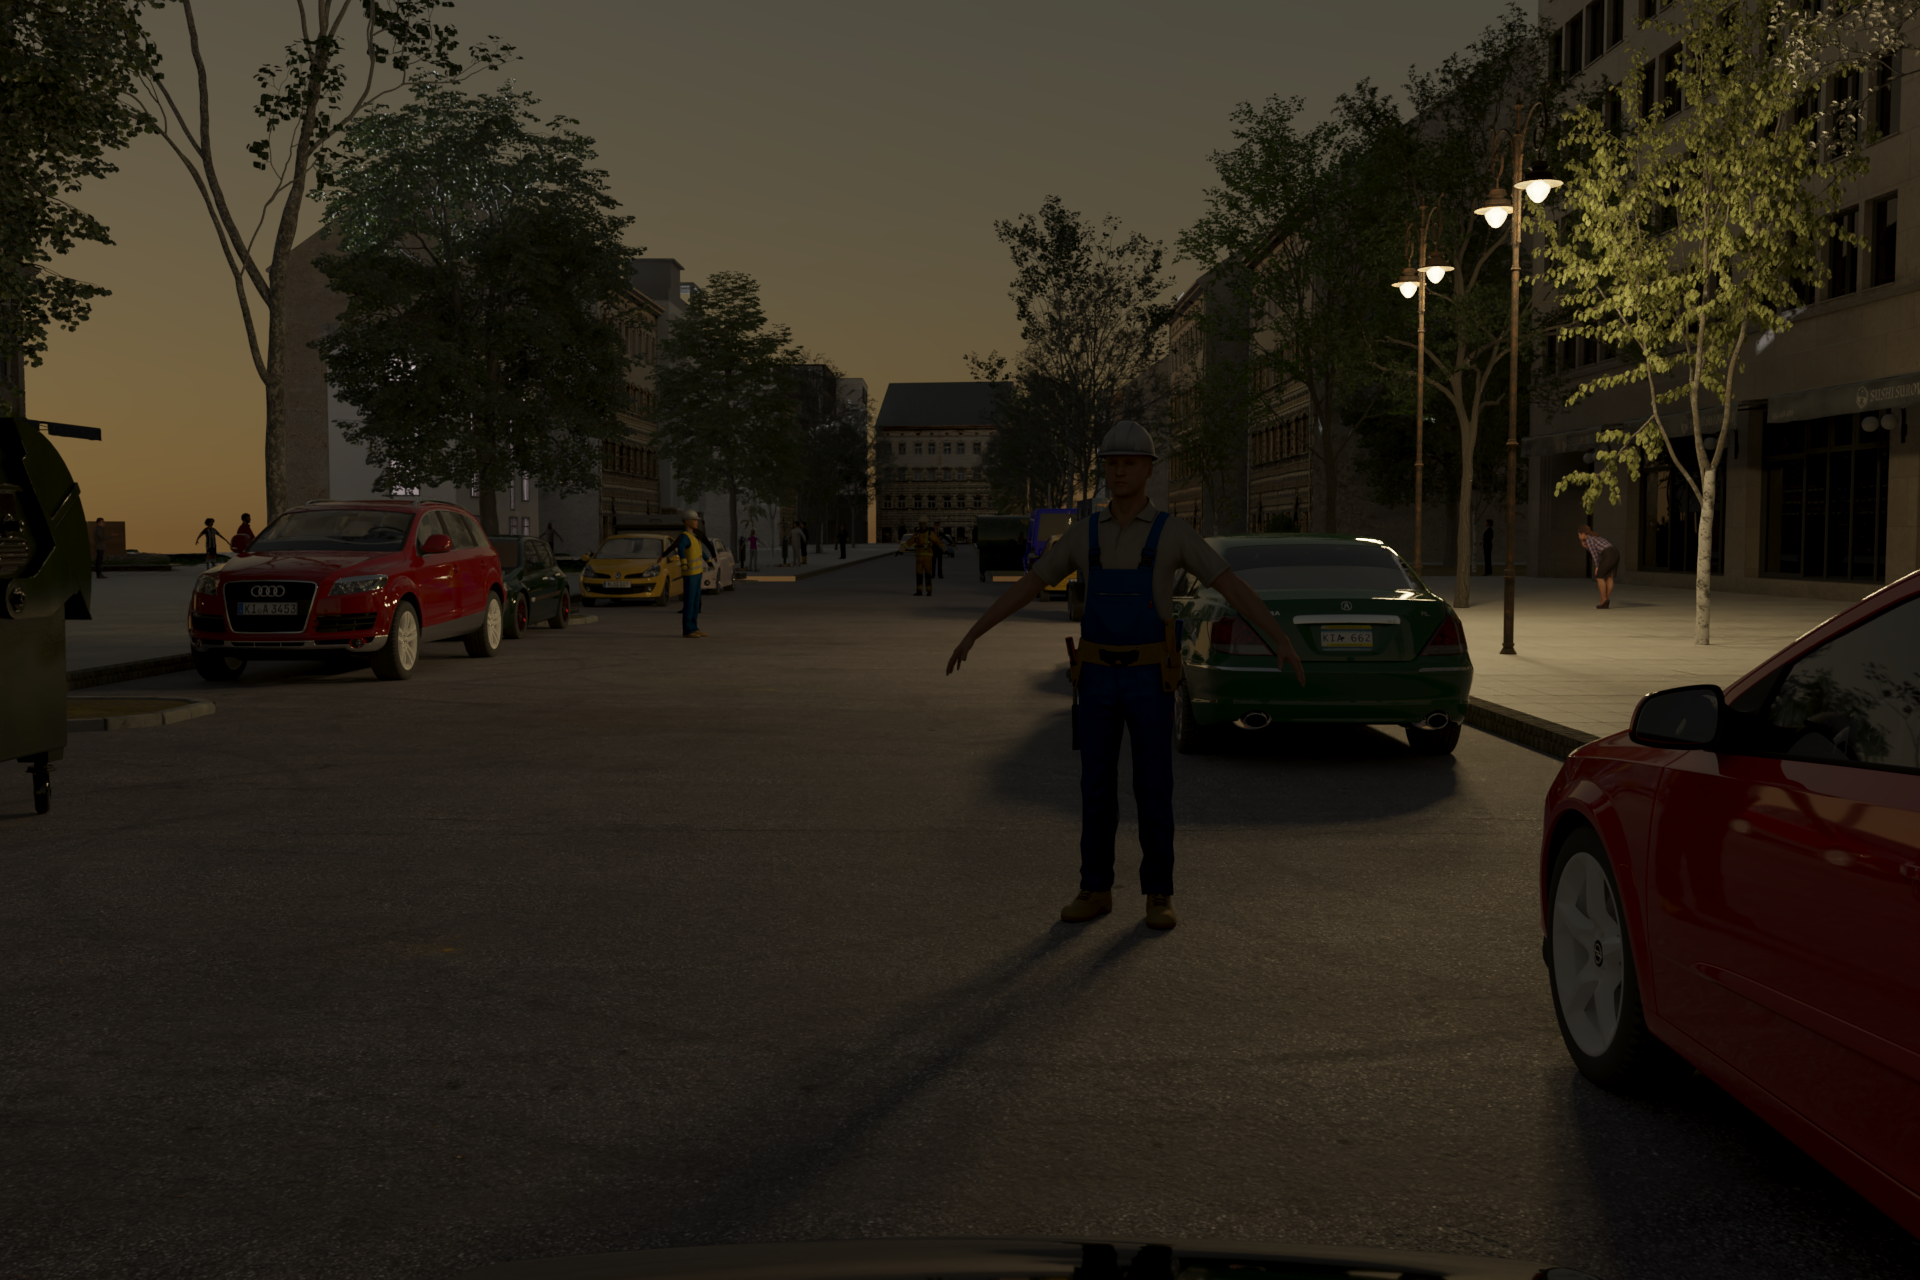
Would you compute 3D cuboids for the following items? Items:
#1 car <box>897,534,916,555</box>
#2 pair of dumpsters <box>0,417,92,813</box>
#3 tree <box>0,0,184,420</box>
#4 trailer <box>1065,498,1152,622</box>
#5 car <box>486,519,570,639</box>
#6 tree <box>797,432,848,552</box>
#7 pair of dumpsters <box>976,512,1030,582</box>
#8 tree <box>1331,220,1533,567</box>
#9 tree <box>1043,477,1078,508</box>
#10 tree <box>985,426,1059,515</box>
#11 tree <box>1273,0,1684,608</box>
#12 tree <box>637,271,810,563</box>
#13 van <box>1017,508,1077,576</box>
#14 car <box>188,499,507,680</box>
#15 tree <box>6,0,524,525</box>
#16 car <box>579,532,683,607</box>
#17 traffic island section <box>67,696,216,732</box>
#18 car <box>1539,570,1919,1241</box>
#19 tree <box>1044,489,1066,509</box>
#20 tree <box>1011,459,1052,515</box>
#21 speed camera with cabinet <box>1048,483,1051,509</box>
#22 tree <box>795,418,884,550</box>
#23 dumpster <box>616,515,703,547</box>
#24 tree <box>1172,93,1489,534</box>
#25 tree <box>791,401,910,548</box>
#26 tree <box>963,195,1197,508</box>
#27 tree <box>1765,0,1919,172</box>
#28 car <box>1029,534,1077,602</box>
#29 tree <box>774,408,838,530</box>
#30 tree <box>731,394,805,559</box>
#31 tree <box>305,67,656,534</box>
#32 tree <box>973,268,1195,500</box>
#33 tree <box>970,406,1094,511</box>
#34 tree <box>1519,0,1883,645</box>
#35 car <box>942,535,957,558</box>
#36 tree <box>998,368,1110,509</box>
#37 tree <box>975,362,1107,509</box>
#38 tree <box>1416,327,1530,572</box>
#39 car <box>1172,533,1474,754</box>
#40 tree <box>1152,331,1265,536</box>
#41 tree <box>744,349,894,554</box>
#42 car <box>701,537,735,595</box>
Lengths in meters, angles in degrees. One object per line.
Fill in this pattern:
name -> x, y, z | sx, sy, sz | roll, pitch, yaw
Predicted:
car -> -3.314, -6.670, 119.278 | 2.015, 1.641, 3.980 | 0, 3, 0
pair of dumpsters -> -6.704, -0.203, 8.274 | 4.436, 2.255, 1.574 | 0, 4, 0
tree -> -13.025, -6.770, 17.344 | 9.857, 13.997, 8.962 | 0, 3, 0
trailer -> 2.516, -1.361, 29.298 | 1.471, 1.999, 3.904 | 0, 4, -1
car -> -6.813, -0.920, 24.826 | 2.009, 1.686, 4.222 | 0, 4, 0
tree -> -9.839, -10.537, 122.640 | 4.737, 8.622, 4.395 | 0, 3, 0
pair of dumpsters -> 2.691, -2.863, 51.758 | 4.436, 2.255, 1.574 | 0, 3, 0
tree -> 19.037, -9.809, 67.032 | 9.857, 13.997, 8.962 | 0, 3, 0
tree -> 14.179, -19.298, 249.941 | 7.601, 10.594, 8.767 | 0, 4, 1
tree -> 5.648, -14.536, 155.791 | 7.486, 12.596, 7.792 | 0, 3, 0
tree -> 9.044, -5.837, 29.854 | 7.601, 10.594, 8.767 | -1, 4, -17
tree -> -10.315, -9.618, 75.388 | 7.486, 12.596, 7.792 | 0, 3, 0
van -> 2.606, -2.392, 43.493 | 2.240, 2.365, 5.245 | 0, 4, -1
car -> -6.417, -0.610, 18.651 | 2.281, 1.827, 5.304 | 0, 4, 0
tree -> -13.524, -10.776, 32.070 | 12.611, 20.169, 13.585 | 0, 3, 0
car -> -6.615, -1.543, 35.452 | 2.015, 1.641, 3.980 | 0, 4, 1
traffic island section -> -6.963, 0.578, 13.415 | 1.991, 0.108, 1.994 | 0, 4, 0
car -> 2.495, 0.358, 3.195 | 2.155, 1.783, 4.494 | 0, 4, 1
tree -> 13.476, -17.915, 243.273 | 4.360, 8.622, 3.978 | 0, 3, 0
tree -> 6.324, -12.117, 148.473 | 4.360, 8.622, 3.978 | 0, 3, 0
speed camera with cabinet -> 3.673, -4.444, 66.994 | 0.660, 3.252, 2.038 | 0, 3, 0
tree -> -9.533, -12.429, 137.631 | 7.601, 10.594, 8.767 | -1, 4, -11
dumpster -> -6.704, -1.863, 38.682 | 1.865, 1.857, 1.264 | 0, 3, 0
tree -> 8.792, -7.063, 41.228 | 9.928, 11.665, 9.643 | 0, 3, 0
tree -> -9.645, -15.086, 157.030 | 12.009, 13.543, 11.850 | 0, 3, 0
tree -> 6.582, -14.637, 95.202 | 12.611, 20.169, 13.585 | 0, 3, 0
tree -> 8.796, -6.181, 11.430 | 12.009, 13.543, 11.850 | 0, 3, 0
car -> 2.523, -1.690, 37.859 | 2.015, 1.641, 3.980 | 0, 4, 0
tree -> -9.215, -9.245, 101.523 | 4.360, 8.622, 3.978 | 0, 3, 0
tree -> -9.623, -8.390, 87.535 | 4.737, 8.622, 4.395 | 0, 3, 0
tree -> -13.012, -8.596, 47.203 | 9.857, 13.997, 8.962 | 0, 3, 0
tree -> 5.881, -10.346, 79.527 | 12.009, 13.543, 11.850 | 0, 3, 0
tree -> 6.049, -13.946, 138.394 | 12.009, 13.543, 11.850 | 0, 3, 0
tree -> 8.614, -4.260, 20.019 | 4.737, 8.622, 4.395 | 0, 3, 0
car -> -1.216, -5.810, 106.997 | 2.014, 1.417, 4.499 | 0, 4, -1
tree -> 6.061, -11.195, 108.789 | 9.928, 11.665, 9.643 | 0, 3, 0
tree -> 6.319, -12.883, 121.010 | 12.009, 13.543, 11.850 | 0, 3, 0
tree -> 17.282, -6.574, 57.853 | 4.360, 8.622, 3.978 | 0, 3, 0
car -> 2.332, -0.056, 12.712 | 2.131, 1.459, 4.920 | 0, 4, 0
tree -> 8.976, -6.802, 61.568 | 4.737, 8.622, 4.395 | 0, 3, 0
tree -> -9.439, -12.470, 114.249 | 12.009, 13.543, 11.850 | 0, 3, 0
car -> -6.610, -1.834, 42.350 | 2.083, 1.381, 4.827 | 0, 4, 0
